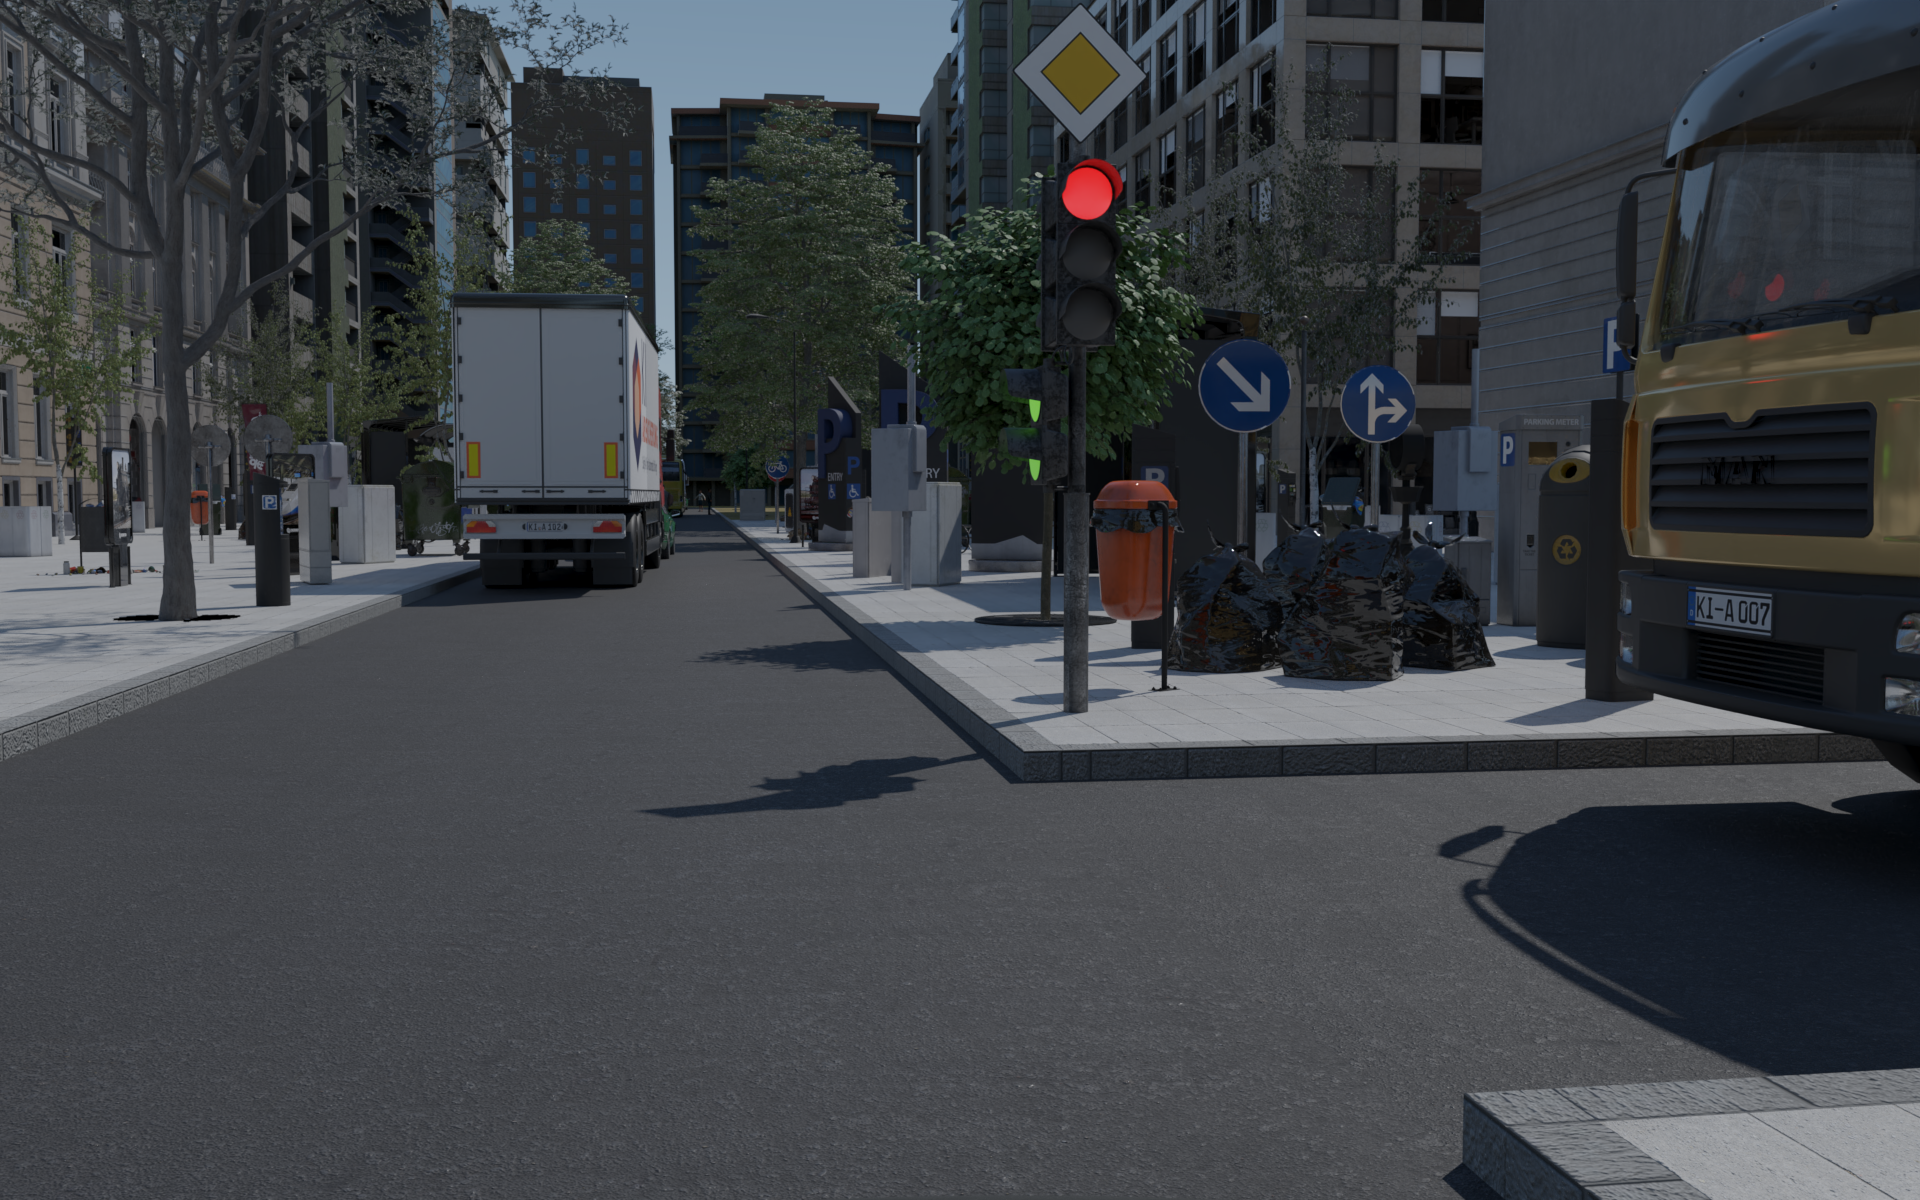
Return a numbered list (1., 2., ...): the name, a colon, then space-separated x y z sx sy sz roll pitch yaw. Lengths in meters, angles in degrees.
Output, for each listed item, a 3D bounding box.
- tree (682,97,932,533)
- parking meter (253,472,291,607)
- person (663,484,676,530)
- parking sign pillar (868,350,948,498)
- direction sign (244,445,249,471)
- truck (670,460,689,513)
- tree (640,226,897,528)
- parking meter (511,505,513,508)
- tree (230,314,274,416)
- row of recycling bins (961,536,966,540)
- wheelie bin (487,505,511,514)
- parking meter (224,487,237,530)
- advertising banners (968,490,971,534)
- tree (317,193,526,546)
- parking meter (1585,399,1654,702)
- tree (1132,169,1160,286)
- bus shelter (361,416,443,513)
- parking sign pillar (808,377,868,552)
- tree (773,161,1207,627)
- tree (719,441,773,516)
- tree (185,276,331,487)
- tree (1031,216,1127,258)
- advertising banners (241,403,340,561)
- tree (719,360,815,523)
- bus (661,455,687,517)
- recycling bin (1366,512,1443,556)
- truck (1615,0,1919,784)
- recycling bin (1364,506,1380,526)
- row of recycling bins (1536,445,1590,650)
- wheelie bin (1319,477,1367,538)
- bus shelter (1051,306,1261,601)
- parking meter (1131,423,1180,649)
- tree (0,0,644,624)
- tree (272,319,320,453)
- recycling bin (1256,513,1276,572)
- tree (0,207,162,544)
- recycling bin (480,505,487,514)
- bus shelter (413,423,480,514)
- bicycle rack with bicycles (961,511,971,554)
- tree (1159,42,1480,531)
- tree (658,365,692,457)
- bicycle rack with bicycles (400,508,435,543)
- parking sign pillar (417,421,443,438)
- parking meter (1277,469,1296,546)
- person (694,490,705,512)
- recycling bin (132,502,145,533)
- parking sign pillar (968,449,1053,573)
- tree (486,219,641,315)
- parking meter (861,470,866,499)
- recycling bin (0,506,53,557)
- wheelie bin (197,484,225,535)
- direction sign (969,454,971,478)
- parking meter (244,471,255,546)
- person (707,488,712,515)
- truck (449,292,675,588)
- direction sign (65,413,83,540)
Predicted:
1. tree: -4.246 -8.080 50.227 7.486 12.596 7.792 0 3 0
2. parking meter: -7.889 -0.700 19.858 0.372 1.533 0.369 0 3 0
3. person: -11.558 -3.627 67.762 0.822 1.834 0.622 1 4 9
4. parking sign pillar: -0.874 -2.683 32.346 1.447 3.967 1.447 0 4 3
5. direction sign: -26.544 -4.479 65.228 0.379 3.537 0.876 2 4 32
6. truck: -21.819 -8.526 129.163 2.967 4.110 18.799 -1 4 -8
7. tree: -6.024 -8.553 65.589 9.928 11.665 9.643 0 3 0
8. parking meter: -17.810 -3.674 68.485 0.372 1.533 0.369 0 3 0
9. tree: -27.613 -7.390 71.181 4.737 8.622 4.395 0 3 0
10. row of recycling bins: -1.141 -2.591 49.468 1.069 1.692 3.534 -3 5 -41
11. wheelie bin: -15.397 -3.047 57.719 0.980 1.594 0.693 1 4 11
12. parking meter: -25.863 -3.241 61.403 0.372 1.533 0.369 0 3 0
13. advertising banners: 0.883 -3.653 55.915 2.074 3.025 0.090 -2 4 -34
14. tree: -12.512 -5.668 43.036 4.737 8.622 4.395 0 3 0
15. parking meter: 4.137 -0.310 10.783 0.399 1.863 0.255 -1 4 -21
16. tree: 5.547 -5.275 36.608 4.360 8.622 3.978 0 3 0
17. bus shelter: -17.477 -3.883 54.763 1.731 3.624 6.357 -1 4 -9
18. parking sign pillar: -2.729 -3.104 39.230 1.447 3.967 1.447 -2 4 -33
19. tree: 0.785 -2.051 17.241 4.285 4.588 4.351 0 3 0
20. tree: -12.062 -7.295 102.994 4.285 4.588 4.351 0 3 0
21. tree: -23.205 -6.557 57.573 4.360 8.622 3.978 0 3 0
22. tree: 2.739 -5.771 44.714 4.737 8.622 4.395 0 3 0
23. advertising banners: -12.801 -2.270 33.302 2.074 3.025 0.090 0 4 7
24. tree: -8.407 -7.757 77.196 4.737 8.622 4.395 0 3 0
25. bus: -18.681 -7.187 109.046 2.896 3.916 12.252 -1 4 -8
26. recycling bin: 5.342 -0.501 20.745 0.722 1.027 0.722 2 4 28
27. truck: 7.115 -0.704 7.435 9.791 3.379 3.469 0 4 -7
28. recycling bin: 8.735 -1.551 37.920 0.722 1.027 0.722 0 4 -6
29. row of recycling bins: 5.654 -0.379 13.312 1.069 1.692 3.534 -1 4 -13
30. wheelie bin: 7.268 -1.526 32.866 0.980 1.594 0.693 3 4 39
31. bus shelter: 2.393 -1.995 23.903 1.731 3.624 6.357 -1 4 -9
32. parking meter: 1.625 -0.530 14.382 0.399 1.863 0.255 0 4 6
33. tree: -7.855 -6.543 17.346 12.009 13.543 11.850 0 3 0
34. tree: -23.238 -7.101 66.456 4.737 8.622 4.395 0 3 0
35. recycling bin: 3.803 -0.659 23.322 0.722 1.027 0.722 0 4 -6
36. tree: -22.658 -5.722 43.923 4.737 8.622 4.395 0 3 0
37. recycling bin: -17.828 -3.166 64.312 0.722 1.027 0.722 0 4 3
38. bus shelter: -15.018 -3.571 52.304 2.014 3.302 5.546 -1 4 -9
39. bicycle rack with bicycles: 0.910 -1.477 37.531 2.852 0.926 2.925 -2 4 -31
40. tree: 6.045 -4.792 28.716 4.360 8.622 3.978 0 3 0
41. tree: -27.512 -14.684 146.745 9.857 13.997 8.962 0 3 0
42. bicycle rack with bicycles: -15.125 -1.987 45.869 2.925 0.926 2.852 1 4 9
43. parking sign pillar: -19.623 -4.600 63.688 1.447 3.967 1.447 -1 4 -10
44. parking meter: 7.560 -2.102 40.078 0.255 1.863 0.399 -2 4 -35
45. person: -21.104 -8.030 140.572 1.217 1.735 0.721 2 4 34
46. recycling bin: -27.487 -2.749 57.506 0.722 1.027 0.722 -2 4 -29
47. parking sign pillar: 0.862 -2.471 28.870 1.447 3.967 1.447 1 4 22
48. tree: -16.883 -9.426 72.247 7.486 12.596 7.792 0 3 0
49. parking meter: -2.413 -2.201 41.702 0.255 1.863 0.399 -1 4 -12
50. recycling bin: -19.172 -1.405 35.525 0.722 1.027 0.722 1 4 10
51. wheelie bin: -23.477 -2.824 54.084 0.980 1.594 0.693 -2 4 -29
52. direction sign: 0.781 -5.512 82.114 0.876 3.537 0.379 -3 4 -37
53. parking meter: -17.602 -2.293 43.203 0.399 1.863 0.255 -3 5 -41
54. person: -17.326 -6.818 120.002 0.705 1.821 1.348 -1 4 -10
55. truck: -6.528 -2.501 29.805 2.839 4.237 11.283 0 4 -7
56. direction sign: -24.592 -3.433 48.126 0.876 3.537 0.379 3 4 38
